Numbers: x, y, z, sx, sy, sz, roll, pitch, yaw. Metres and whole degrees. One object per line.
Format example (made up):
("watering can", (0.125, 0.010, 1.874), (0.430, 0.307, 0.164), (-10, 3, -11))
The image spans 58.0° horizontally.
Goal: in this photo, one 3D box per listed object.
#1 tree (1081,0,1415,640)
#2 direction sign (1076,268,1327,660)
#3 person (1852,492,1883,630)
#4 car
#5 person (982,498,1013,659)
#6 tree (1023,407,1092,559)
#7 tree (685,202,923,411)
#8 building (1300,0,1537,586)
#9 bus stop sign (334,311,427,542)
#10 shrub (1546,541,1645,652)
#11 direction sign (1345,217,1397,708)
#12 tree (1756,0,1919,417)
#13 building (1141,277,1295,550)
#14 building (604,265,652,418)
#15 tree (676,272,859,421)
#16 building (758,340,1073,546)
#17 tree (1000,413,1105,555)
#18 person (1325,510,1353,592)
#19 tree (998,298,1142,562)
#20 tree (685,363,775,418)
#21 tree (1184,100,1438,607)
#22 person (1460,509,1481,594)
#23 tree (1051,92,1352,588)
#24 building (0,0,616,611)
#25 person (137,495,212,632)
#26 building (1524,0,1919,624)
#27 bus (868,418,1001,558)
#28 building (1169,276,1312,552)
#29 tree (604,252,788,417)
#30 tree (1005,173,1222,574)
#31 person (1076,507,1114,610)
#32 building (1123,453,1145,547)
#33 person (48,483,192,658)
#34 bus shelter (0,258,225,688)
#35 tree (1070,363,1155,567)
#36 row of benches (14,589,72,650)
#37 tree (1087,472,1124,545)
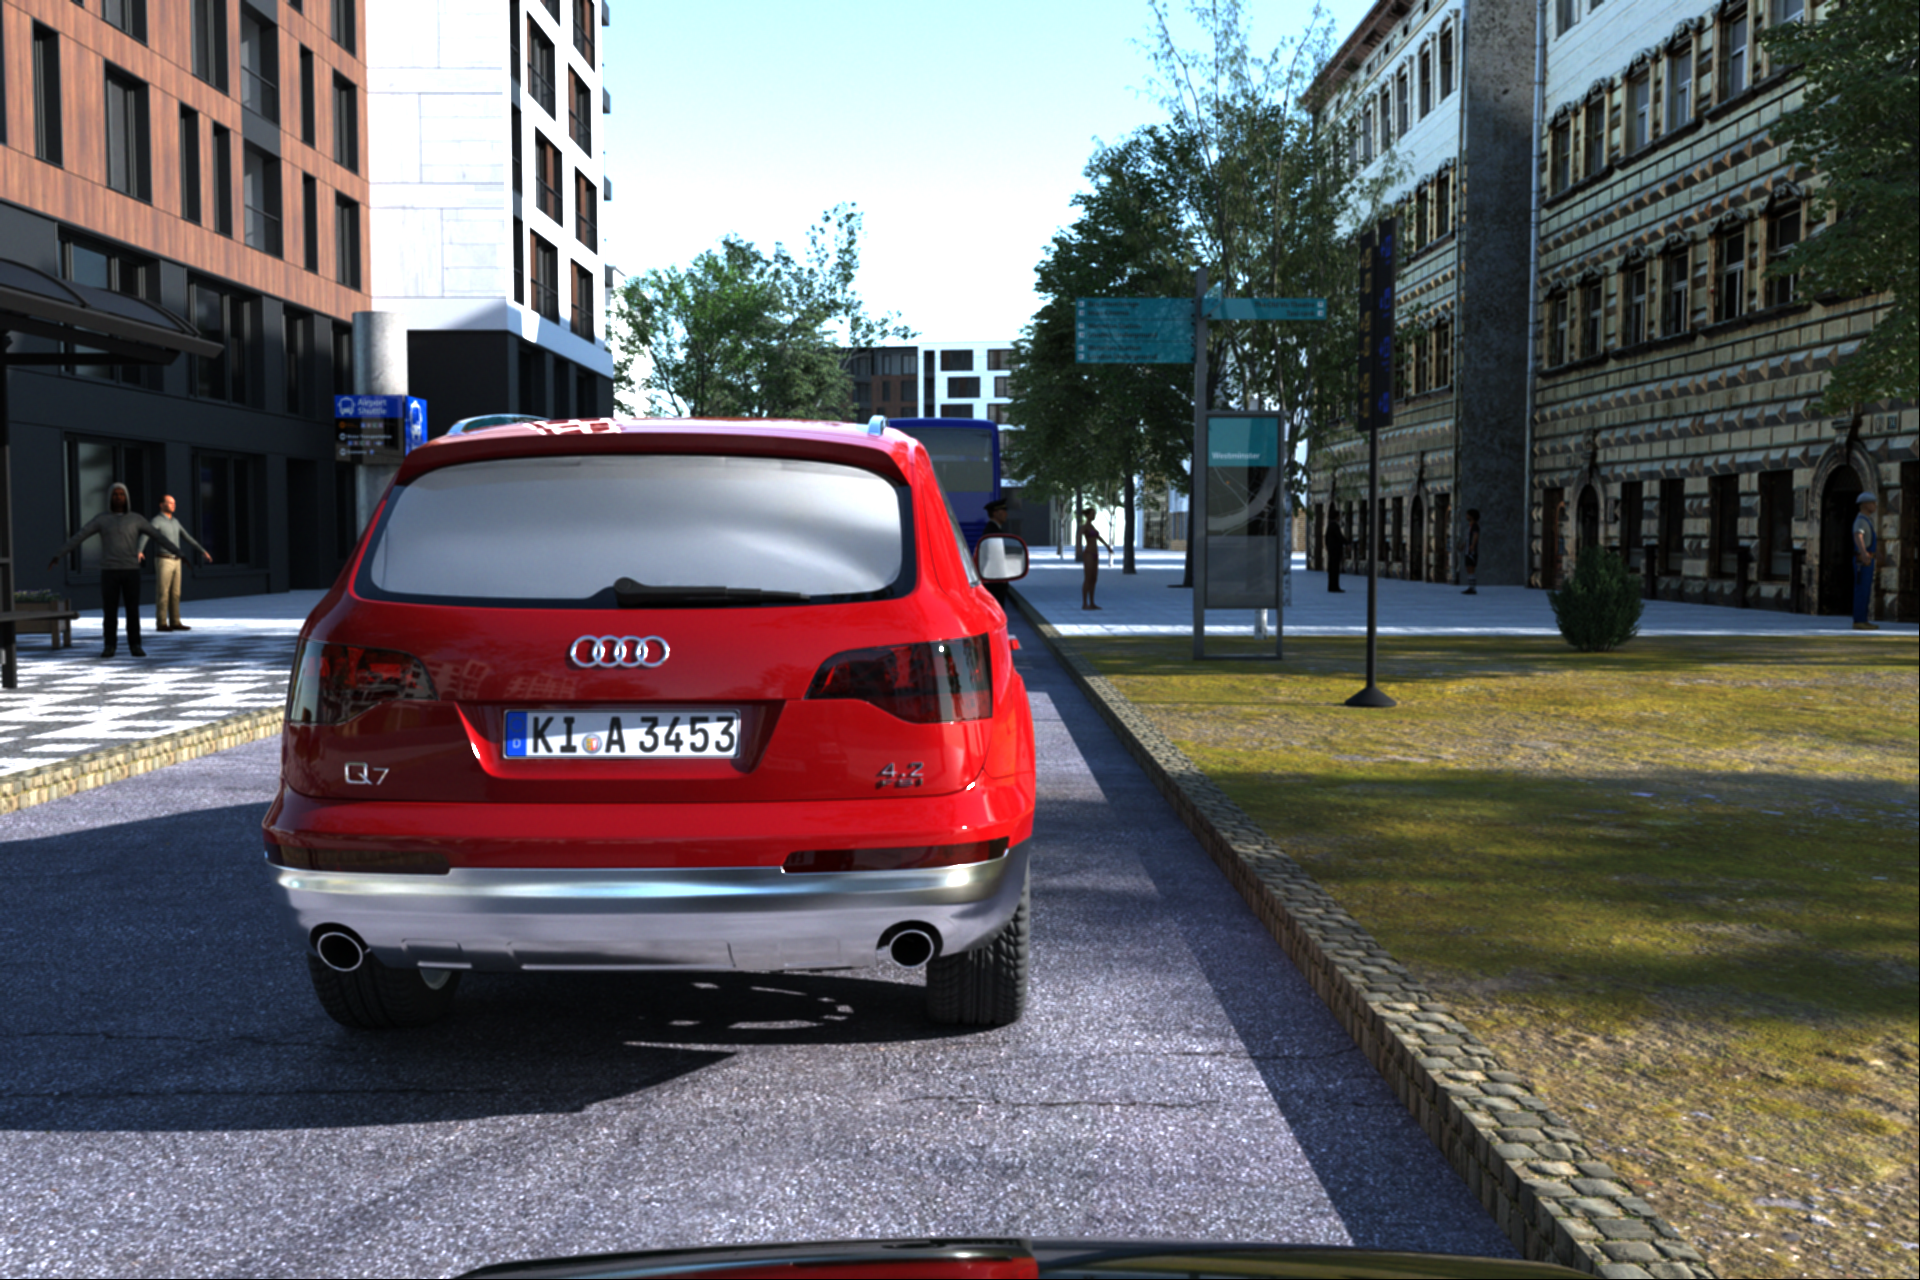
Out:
("tree", (3.764, -4.322, 21.022), (4.360, 8.622, 3.978), (0, 3, 0))
("direction sign", (2.436, -1.725, 16.972), (2.525, 3.948, 1.411), (0, 4, -1))
("person", (12.164, -1.063, 23.231), (0.705, 1.847, 1.347), (2, 4, 35))
("car", (-0.840, 0.128, 6.582), (2.281, 1.827, 5.304), (0, 4, -1))
("person", (0.435, -0.685, 19.600), (0.705, 1.837, 1.347), (0, 4, 3))
("tree", (5.353, -8.514, 89.559), (4.360, 8.622, 3.978), (0, 3, 0))
("tree", (-8.336, -14.794, 97.766), (12.611, 20.169, 13.585), (0, 3, 0))
("building", (21.526, -13.485, 51.411), (19.493, 23.208, 18.063), (0, 4, 0))
("bus stop sign", (-6.945, -1.946, 20.832), (0.837, 3.901, 0.837), (0, 4, 1))
("shrub", (6.945, -0.477, 18.914), (1.383, 1.207, 1.383), (0, 3, 0))
("direction sign", (3.079, -1.277, 12.878), (0.379, 3.537, 0.876), (0, 4, -2))
("tree", (11.197, -6.021, 16.574), (7.486, 12.596, 7.792), (0, 3, 0))
("building", (25.918, -19.387, 147.906), (19.493, 23.208, 18.063), (0, 3, 0))
("building", (-29.060, -16.316, 123.194), (16.016, 20.090, 11.380), (0, 4, -1))
("tree", (-9.517, -10.792, 83.100), (9.857, 13.997, 8.962), (0, 3, 0))
("building", (-4.258, -21.459, 197.281), (32.646, 21.610, 27.936), (1, 4, 10))
("tree", (6.055, -10.406, 104.554), (8.767, 10.594, 7.601), (-1, 4, -9))
("person", (8.304, -1.961, 38.242), (0.705, 1.806, 1.347), (-1, 4, -10))
("tree", (5.177, -9.806, 78.450), (7.486, 12.596, 7.792), (0, 3, 0))
("tree", (-10.298, -7.541, 73.657), (4.360, 8.622, 3.978), (0, 3, 0))
("tree", (6.034, -4.900, 30.470), (4.737, 8.622, 4.395), (0, 3, 0))
("person", (10.886, -1.884, 36.954), (0.704, 1.843, 1.345), (0, 4, 7))
("tree", (5.719, -7.061, 41.203), (9.928, 11.665, 9.643), (0, 3, 0))
("building", (-25.272, -12.050, 40.991), (27.936, 21.610, 32.646), (0, 4, -1))
("person", (-10.453, -1.017, 22.907), (0.705, 1.796, 1.348), (1, 4, 17))
("building", (22.654, -12.249, 31.197), (19.493, 23.208, 18.063), (0, 4, -1))
("bus", (-0.485, -2.825, 37.734), (2.896, 3.916, 12.251), (0, 4, 0))
("building", (21.394, -16.957, 133.668), (16.016, 20.090, 11.380), (0, 4, -1))
("tree", (-9.982, -8.417, 63.377), (9.928, 11.665, 9.643), (0, 3, 0))
("tree", (5.086, -8.388, 55.268), (7.486, 12.596, 7.792), (0, 3, 0))
("person", (2.282, -1.382, 29.404), (0.721, 1.733, 1.217), (2, 4, 33))
("building", (22.349, -14.294, 175.850), (9.099, 9.664, 28.070), (0, 3, 0))
("person", (-8.749, -0.729, 18.054), (1.348, 1.813, 0.705), (-2, 4, -28))
("bus shelter", (-7.179, -1.097, 11.868), (2.014, 3.302, 5.546), (0, 4, 0))
("tree", (5.795, -7.126, 66.869), (4.360, 8.622, 3.978), (0, 3, 0))
("row of benches", (-11.841, -0.210, 18.900), (4.104, 0.672, 1.422), (-1, 4, -16))
("tree", (17.866, -16.108, 197.781), (7.601, 10.594, 8.767), (0, 4, 5))
